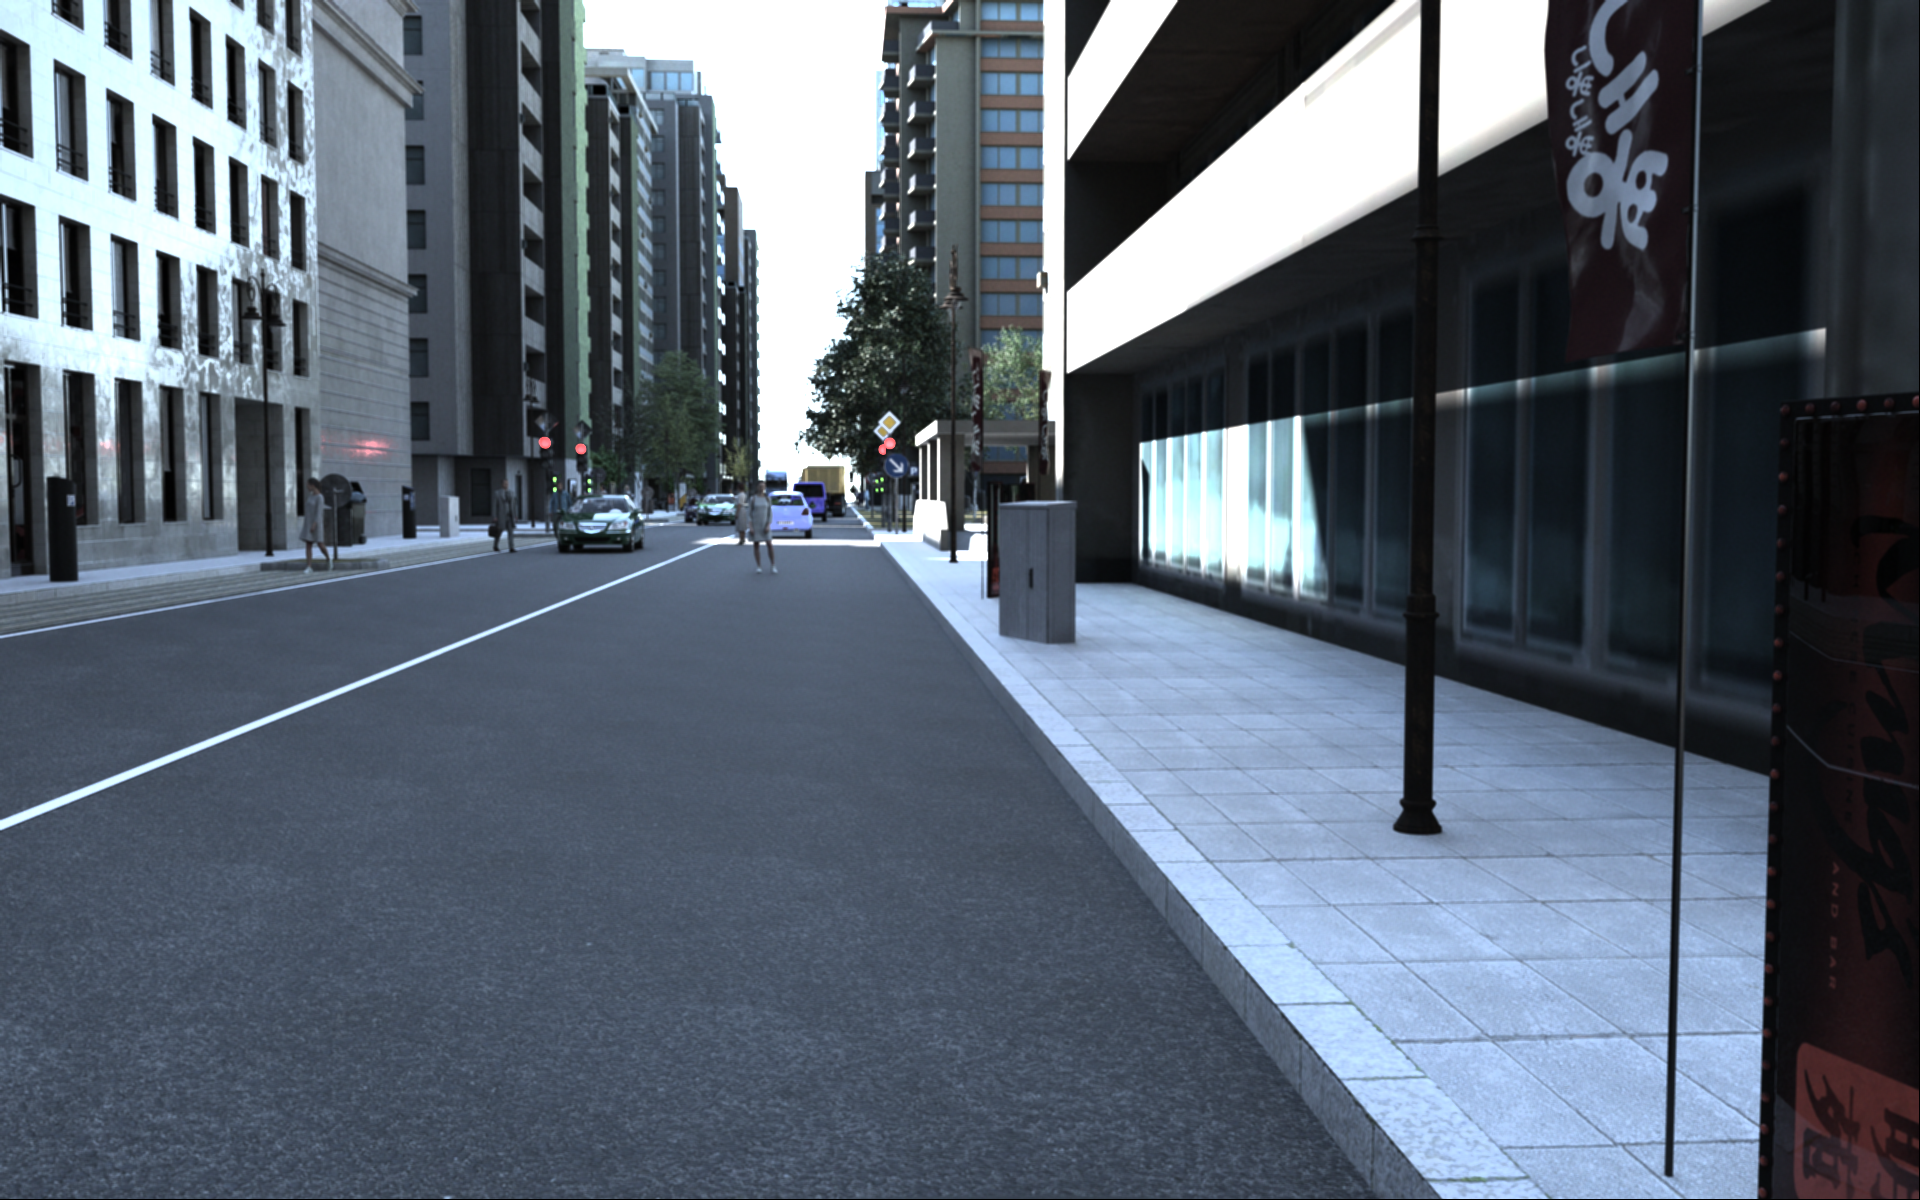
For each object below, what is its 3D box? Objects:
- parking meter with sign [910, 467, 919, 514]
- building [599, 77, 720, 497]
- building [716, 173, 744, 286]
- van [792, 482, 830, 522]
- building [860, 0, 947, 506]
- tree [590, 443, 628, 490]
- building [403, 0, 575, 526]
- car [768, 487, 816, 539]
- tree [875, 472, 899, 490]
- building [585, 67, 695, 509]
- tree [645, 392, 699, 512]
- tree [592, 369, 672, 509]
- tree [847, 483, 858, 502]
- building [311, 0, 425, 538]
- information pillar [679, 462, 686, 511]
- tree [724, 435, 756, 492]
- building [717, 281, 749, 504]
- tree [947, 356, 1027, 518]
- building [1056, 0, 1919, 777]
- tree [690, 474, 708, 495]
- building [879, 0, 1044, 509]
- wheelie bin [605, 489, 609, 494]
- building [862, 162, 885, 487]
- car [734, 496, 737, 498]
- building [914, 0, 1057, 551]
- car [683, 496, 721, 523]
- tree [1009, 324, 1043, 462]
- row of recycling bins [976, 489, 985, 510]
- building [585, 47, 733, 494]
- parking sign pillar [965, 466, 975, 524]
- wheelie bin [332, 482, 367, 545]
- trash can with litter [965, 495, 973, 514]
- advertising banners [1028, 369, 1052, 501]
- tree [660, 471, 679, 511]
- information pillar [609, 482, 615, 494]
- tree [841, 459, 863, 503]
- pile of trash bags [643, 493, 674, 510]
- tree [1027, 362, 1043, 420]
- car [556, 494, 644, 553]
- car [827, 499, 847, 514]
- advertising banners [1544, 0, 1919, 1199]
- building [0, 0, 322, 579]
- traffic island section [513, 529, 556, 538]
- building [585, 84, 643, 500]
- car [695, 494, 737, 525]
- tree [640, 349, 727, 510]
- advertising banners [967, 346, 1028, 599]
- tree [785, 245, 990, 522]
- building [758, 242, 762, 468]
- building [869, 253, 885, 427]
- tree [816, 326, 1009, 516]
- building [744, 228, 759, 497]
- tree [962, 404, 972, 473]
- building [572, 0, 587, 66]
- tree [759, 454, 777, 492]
[{"bbox_3d":[-2.890,-6.968,110.181,0.543,3.016,1.738,0,4,-4],"label":"parking meter with sign"},{"bbox_3d":[-31.561,-29.855,171.728,14.154,41.232,14.086,0,4,-4],"label":"building"},{"bbox_3d":[-37.739,-36.368,244.724,14.600,45.320,14.200,0,4,-4],"label":"building"},{"bbox_3d":[-7.947,-5.304,91.103,2.240,2.365,5.245,0,4,-5],"label":"van"},{"bbox_3d":[-3.570,-57.667,255.533,22.319,86.520,31.000,0,4,-4],"label":"building"},{"bbox_3d":[-23.094,-7.849,112.041,4.285,4.588,4.351,0,3,0],"label":"tree"},{"bbox_3d":[-24.712,-18.553,75.038,14.160,30.474,14.107,0,4,-4],"label":"building"},{"bbox_3d":[-5.705,-2.893,56.896,1.945,1.707,3.694,0,4,-5],"label":"car"},{"bbox_3d":[-5.478,-7.948,124.549,1.663,3.219,1.824,0,3,0],"label":"tree"},{"bbox_3d":[-39.909,-28.101,151.332,32.217,40.220,23.993,0,4,-4],"label":"building"},{"bbox_3d":[-20.438,-10.630,124.168,4.737,8.622,4.395,0,3,0],"label":"tree"},{"bbox_3d":[-19.051,-9.242,101.474,4.360,8.622,3.978,0,3,0],"label":"tree"},{"bbox_3d":[-18.251,-18.280,293.486,1.663,3.219,1.824,0,3,0],"label":"tree"},{"bbox_3d":[-28.699,-12.635,48.383,24.055,21.916,13.314,0,4,-4],"label":"building"},{"bbox_3d":[-20.454,-8.335,127.631,0.504,3.616,0.183,0,4,7],"label":"information pillar"},{"bbox_3d":[-27.255,-16.257,216.170,4.737,8.622,4.395,0,3,0],"label":"tree"},{"bbox_3d":[-35.784,-28.101,231.152,14.160,30.474,14.107,0,4,-4],"label":"building"},{"bbox_3d":[0.686,-8.689,92.423,4.737,8.622,4.395,0,3,0],"label":"tree"},{"bbox_3d":[12.773,-23.908,14.600,21.300,48.544,21.600,0,4,-4],"label":"building"},{"bbox_3d":[-21.876,-9.248,145.803,1.663,3.219,1.824,0,3,0],"label":"tree"},{"bbox_3d":[3.936,-30.714,156.800,22.147,44.769,28.867,0,4,-4],"label":"building"},{"bbox_3d":[-22.221,-6.223,109.661,0.980,1.594,0.693,-1,4,-16],"label":"wheelie bin"},{"bbox_3d":[-6.028,-35.707,233.921,14.600,45.320,14.200,0,4,-4],"label":"building"},{"bbox_3d":[-13.307,-5.269,98.731,1.945,1.354,3.894,0,4,-2],"label":"car"},{"bbox_3d":[15.143,-21.648,45.832,32.217,40.220,23.993,0,4,-4],"label":"building"},{"bbox_3d":[-13.126,-4.646,88.547,1.945,1.354,3.894,0,4,-5],"label":"car"},{"bbox_3d":[4.318,-11.071,106.758,9.928,11.665,9.643,0,3,0],"label":"tree"},{"bbox_3d":[0.547,-7.883,136.001,3.534,1.692,1.069,-3,4,-38],"label":"row of recycling bins"},{"bbox_3d":[-38.044,-35.095,193.418,23.786,49.044,30.456,0,4,-4],"label":"building"},{"bbox_3d":[-0.242,-4.983,69.937,1.447,3.967,1.447,0,4,-1],"label":"parking sign pillar"},{"bbox_3d":[-15.537,-2.212,44.069,0.980,1.594,0.693,1,4,17],"label":"wheelie bin"},{"bbox_3d":[-0.244,-6.456,116.619,2.233,1.210,1.678,-2,4,-28],"label":"trash can with litter"},{"bbox_3d":[0.924,-1.693,23.863,0.090,3.025,2.074,1,4,22],"label":"advertising banners"},{"bbox_3d":[-21.724,-8.332,130.832,1.663,3.219,1.824,0,3,0],"label":"tree"},{"bbox_3d":[-21.384,-6.236,106.443,0.304,2.012,0.304,-3,4,-38],"label":"information pillar"},{"bbox_3d":[-13.640,-16.750,224.218,4.360,8.622,3.978,0,3,0],"label":"tree"},{"bbox_3d":[-24.039,-7.886,138.694,3.447,1.369,1.912,3,5,40],"label":"pile of trash bags"},{"bbox_3d":[5.236,-9.045,98.251,4.737,8.622,4.395,0,3,0],"label":"tree"},{"bbox_3d":[-9.090,-1.971,44.031,2.131,1.459,4.920,0,4,-5],"label":"car"},{"bbox_3d":[-9.265,-7.169,127.001,2.009,1.686,4.222,0,4,-5],"label":"car"},{"bbox_3d":[1.474,-0.396,2.670,0.090,3.025,2.074,-1,4,-15],"label":"advertising banners"},{"bbox_3d":[-20.135,-10.898,32.936,10.420,20.320,16.860,0,4,-4],"label":"building"},{"bbox_3d":[-13.768,-2.170,57.765,2.009,0.180,2.903,0,4,-4],"label":"traffic island section"},{"bbox_3d":[-30.448,-21.444,122.308,14.160,30.474,14.107,0,4,-4],"label":"building"},{"bbox_3d":[-11.317,-4.259,81.436,2.131,1.459,4.920,0,4,-3],"label":"car"},{"bbox_3d":[-21.953,-13.341,136.248,7.486,12.596,7.792,0,3,0],"label":"tree"},{"bbox_3d":[0.447,-1.550,21.535,0.090,3.025,2.074,1,4,20],"label":"advertising banners"},{"bbox_3d":[-3.300,-9.965,79.937,9.611,12.733,9.660,0,3,0],"label":"tree"},{"bbox_3d":[-43.551,-38.272,280.365,22.147,44.769,28.867,0,4,-4],"label":"building"},{"bbox_3d":[-3.987,-26.759,209.203,14.160,30.474,14.107,0,4,-4],"label":"building"},{"bbox_3d":[-4.199,-10.690,100.533,9.928,11.665,9.643,0,3,0],"label":"tree"},{"bbox_3d":[-37.475,-35.194,259.018,14.154,41.232,14.086,0,4,-4],"label":"building"},{"bbox_3d":[0.122,-10.508,122.161,4.360,8.622,3.978,0,3,0],"label":"tree"},{"bbox_3d":[-29.526,-25.464,99.935,14.154,41.232,14.086,0,4,-4],"label":"building"},{"bbox_3d":[-33.728,-21.356,299.531,4.360,8.622,3.978,0,3,0],"label":"tree"}]
